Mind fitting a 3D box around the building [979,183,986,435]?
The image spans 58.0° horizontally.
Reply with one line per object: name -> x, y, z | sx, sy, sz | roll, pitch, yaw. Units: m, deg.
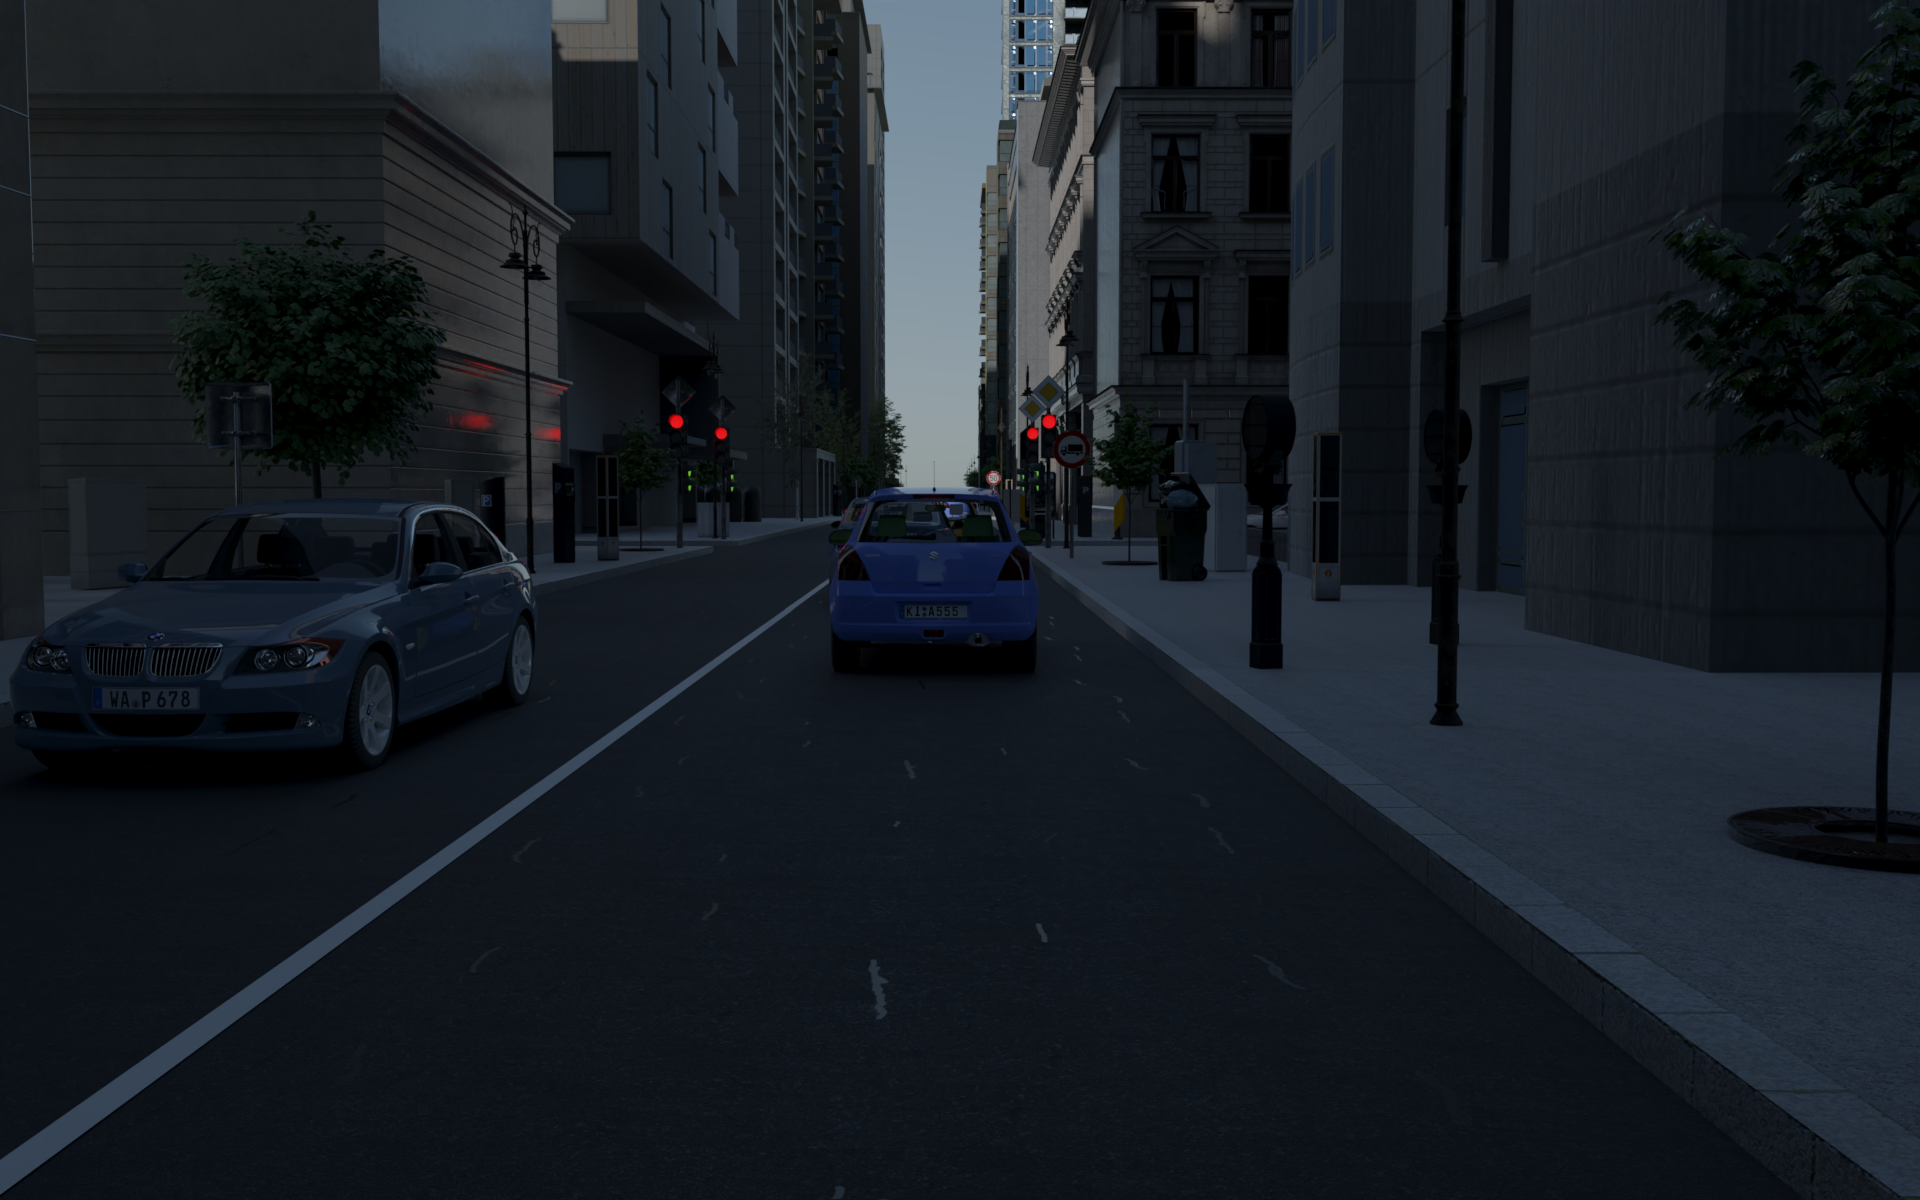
building -> 13.738, -35.756, 239.227 | 22.147, 44.769, 28.867 | 0, 4, 0

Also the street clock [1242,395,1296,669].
street clock -> 2.259, -0.499, 12.723 | 0.358, 2.002, 0.471 | -1, 4, -14

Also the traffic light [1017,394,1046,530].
traffic light -> 2.030, -3.677, 49.034 | 0.839, 4.253, 0.868 | 0, 4, 0

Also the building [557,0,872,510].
building -> -23.986, -36.158, 180.415 | 28.713, 52.752, 27.495 | 0, 4, 0

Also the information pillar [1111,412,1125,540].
information pillar -> 4.472, -3.502, 48.612 | 0.183, 3.616, 0.504 | -2, 4, -27

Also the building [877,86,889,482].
building -> -23.763, -38.672, 221.527 | 28.713, 52.752, 27.495 | 0, 4, 0

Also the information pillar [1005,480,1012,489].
information pillar -> 2.482, -5.114, 88.101 | 0.304, 2.012, 0.304 | -1, 4, -8

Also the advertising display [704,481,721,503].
advertising display -> -12.594, -5.089, 88.419 | 0.974, 1.923, 0.123 | 0, 4, 7

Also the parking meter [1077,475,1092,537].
parking meter -> 3.727, -2.847, 52.254 | 0.255, 1.863, 0.399 | 2, 4, 28

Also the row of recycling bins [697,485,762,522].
row of recycling bins -> -10.781, -4.403, 79.106 | 3.534, 1.692, 1.069 | -2, 4, -24

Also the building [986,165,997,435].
building -> 10.218, -32.678, 217.878 | 14.154, 41.232, 14.086 | 0, 4, 0

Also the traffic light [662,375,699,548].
traffic light -> -6.635, -3.184, 40.982 | 0.839, 4.253, 0.868 | 0, 4, 0

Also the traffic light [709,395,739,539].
traffic light -> -6.681, -3.673, 48.967 | 0.839, 4.253, 0.868 | 0, 4, 0

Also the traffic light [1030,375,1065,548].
traffic light -> 2.076, -3.188, 41.049 | 0.839, 4.253, 0.868 | 0, 4, 0

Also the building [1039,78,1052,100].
building -> 19.204, -28.373, 155.774 | 32.217, 40.220, 23.993 | 0, 4, 0

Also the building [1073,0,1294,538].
building -> 13.574, -11.642, 54.971 | 19.286, 19.102, 10.561 | 0, 4, 0

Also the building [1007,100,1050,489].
building -> 9.431, -18.124, 114.344 | 12.078, 24.808, 19.932 | 0, 4, 0

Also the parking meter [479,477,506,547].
parking meter -> -6.770, -1.020, 25.082 | 0.372, 1.533, 0.369 | 0, 3, 0

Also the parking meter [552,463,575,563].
parking meter -> -7.368, -1.622, 32.233 | 0.399, 1.863, 0.255 | 3, 4, 38

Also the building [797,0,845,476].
building -> -20.756, -29.562, 137.970 | 22.147, 44.769, 28.867 | 0, 4, 0

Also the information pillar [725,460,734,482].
information pillar -> -10.792, -5.463, 80.678 | 0.504, 3.616, 0.183 | 1, 4, 13

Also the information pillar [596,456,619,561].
information pillar -> -6.780, -1.764, 33.336 | 0.304, 2.012, 0.304 | 2, 4, 35

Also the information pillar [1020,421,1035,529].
information pillar -> 2.151, -3.892, 54.986 | 0.504, 3.616, 0.183 | -1, 4, -9

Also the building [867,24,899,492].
building -> -19.840, -50.843, 269.529 | 20.563, 71.187, 20.611 | 0, 4, 0

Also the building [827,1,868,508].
building -> -15.718, -31.154, 159.476 | 14.600, 45.320, 14.200 | 0, 4, 0

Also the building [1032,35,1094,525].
building -> 8.814, -14.252, 83.935 | 10.553, 20.767, 40.483 | 0, 4, 0

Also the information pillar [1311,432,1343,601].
information pillar -> 4.403, -0.997, 20.787 | 0.304, 2.012, 0.304 | 0, 4, 1

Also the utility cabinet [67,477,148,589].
utility cabinet -> -11.597, -0.912, 23.585 | 0.318, 1.500, 1.173 | 1, 4, 12

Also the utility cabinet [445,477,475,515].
utility cabinet -> -6.651, -0.876, 22.996 | 0.318, 1.500, 1.173 | -1, 4, -20

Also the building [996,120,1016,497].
building -> 9.847, -22.343, 137.002 | 14.160, 30.474, 14.107 | 0, 4, 0

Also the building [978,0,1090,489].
building -> 13.335, -53.156, 181.772 | 22.319, 86.520, 31.000 | 0, 4, 0

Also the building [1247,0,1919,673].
building -> 15.782, -29.522, 24.676 | 21.231, 58.520, 28.212 | 0, 4, 0

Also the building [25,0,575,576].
building -> -25.819, -13.085, 33.032 | 34.723, 24.649, 14.460 | 0, 4, 0

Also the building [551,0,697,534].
building -> -22.721, -28.904, 61.812 | 28.713, 52.752, 27.495 | 0, 4, 0

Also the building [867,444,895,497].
building -> -25.571, -33.989, 247.595 | 32.217, 40.220, 23.993 | 0, 4, 0

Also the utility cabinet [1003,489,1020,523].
utility cabinet -> 2.533, -4.177, 76.979 | 1.173, 1.500, 0.318 | 1, 4, 20

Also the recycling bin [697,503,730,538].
recycling bin -> -7.340, -2.386, 51.563 | 0.722, 1.027, 0.722 | -3, 4, -37

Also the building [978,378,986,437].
building -> 16.840, -25.953, 269.374 | 27.650, 21.520, 28.899 | 0, 4, 0

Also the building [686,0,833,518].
building -> -17.862, -40.486, 100.195 | 20.563, 71.187, 20.611 | 0, 4, 0

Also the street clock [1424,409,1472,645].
street clock -> 4.131, -0.621, 14.720 | 0.358, 2.002, 0.471 | -1, 4, -9

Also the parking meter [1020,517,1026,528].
parking meter -> 2.421, -3.683, 65.924 | 0.255, 1.863, 0.399 | 0, 4, -3

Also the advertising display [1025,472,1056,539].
advertising display -> 2.319, -2.736, 49.945 | 0.974, 1.923, 0.123 | 2, 4, 31
